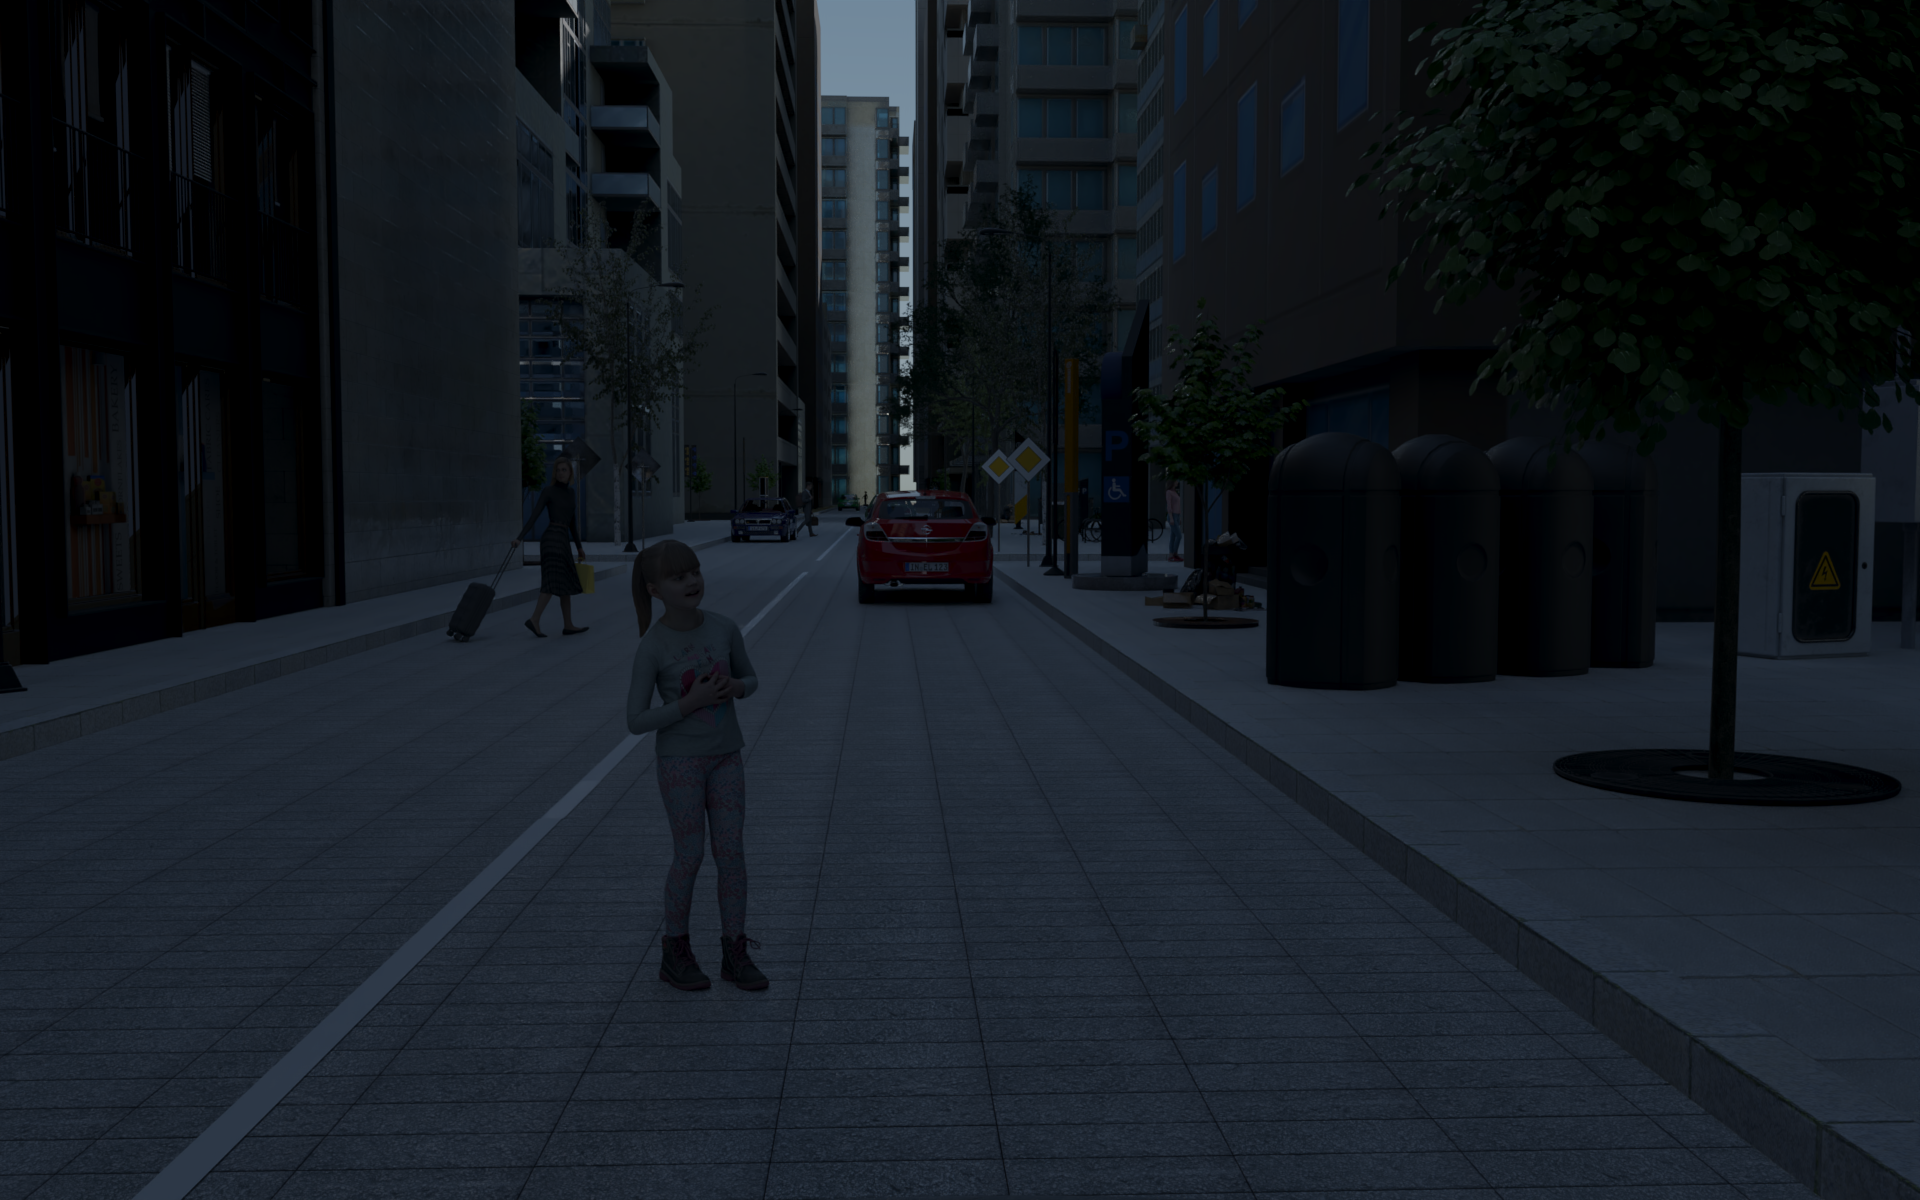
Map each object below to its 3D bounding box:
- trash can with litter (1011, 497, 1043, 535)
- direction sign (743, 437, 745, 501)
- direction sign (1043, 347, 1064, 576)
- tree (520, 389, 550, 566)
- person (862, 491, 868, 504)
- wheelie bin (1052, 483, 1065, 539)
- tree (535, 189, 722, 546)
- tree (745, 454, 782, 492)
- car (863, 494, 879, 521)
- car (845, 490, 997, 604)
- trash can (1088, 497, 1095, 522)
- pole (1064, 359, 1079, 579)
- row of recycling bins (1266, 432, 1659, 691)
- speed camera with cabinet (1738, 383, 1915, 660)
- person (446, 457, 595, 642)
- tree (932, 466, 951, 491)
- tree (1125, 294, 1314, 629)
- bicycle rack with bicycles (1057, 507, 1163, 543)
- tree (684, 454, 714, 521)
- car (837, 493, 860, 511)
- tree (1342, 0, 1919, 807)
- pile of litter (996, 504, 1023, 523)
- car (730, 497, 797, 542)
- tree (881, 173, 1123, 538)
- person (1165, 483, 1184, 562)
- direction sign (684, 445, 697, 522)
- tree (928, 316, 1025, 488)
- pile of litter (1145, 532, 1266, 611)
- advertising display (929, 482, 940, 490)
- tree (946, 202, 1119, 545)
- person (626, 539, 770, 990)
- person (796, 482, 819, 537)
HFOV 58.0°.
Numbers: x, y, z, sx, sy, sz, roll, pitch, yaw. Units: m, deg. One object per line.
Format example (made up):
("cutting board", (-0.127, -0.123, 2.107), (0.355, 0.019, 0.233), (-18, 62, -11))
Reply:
("trash can with litter", (2.490, -2.650, 54.390), (1.678, 1.210, 2.233), (-2, 4, -35))
("direction sign", (-8.652, -4.737, 69.452), (0.379, 3.537, 0.876), (0, 4, -4))
("direction sign", (1.501, -2.155, 27.225), (0.379, 3.537, 0.876), (0, 4, 7))
("tree", (-7.907, -2.253, 31.434), (1.663, 3.219, 1.824), (0, 3, 0))
("person", (-9.764, -10.297, 177.681), (0.721, 1.723, 1.217), (2, 4, 25))
("wheelie bin", (2.874, -2.545, 49.523), (0.980, 1.594, 0.693), (2, 4, 24))
("tree", (-8.267, -5.651, 42.756), (4.360, 8.622, 3.978), (0, 3, 0))
("tree", (-9.508, -5.398, 82.856), (1.663, 3.219, 1.824), (0, 3, 0))
("car", (-2.529, -3.165, 63.539), (2.131, 1.459, 4.920), (0, 4, -1))
("car", (-0.530, -0.925, 24.171), (2.155, 1.783, 4.494), (0, 4, -3))
("trash can", (5.669, -4.037, 77.659), (0.748, 1.137, 0.748), (0, 3, 0))
("pole", (1.687, -1.979, 26.201), (0.158, 3.312, 0.155), (0, 3, 0))
("row of recycling bins", (3.697, -0.319, 12.336), (3.534, 1.692, 1.069), (-2, 4, -32))
("speed camera with cabinet", (7.158, -1.193, 13.847), (2.038, 3.252, 0.660), (-1, 4, -20))
("person", (-4.362, -0.524, 17.278), (1.509, 1.804, 0.699), (-2, 4, -30))
("tree", (-1.034, -7.501, 117.238), (1.663, 3.219, 1.824), (0, 3, 0))
("tree", (2.352, -1.368, 16.968), (1.663, 3.219, 1.824), (0, 3, 0))
("bicycle rack with bicycles", (4.032, -2.013, 46.289), (2.925, 0.926, 2.852), (0, 4, 3))
("tree", (-12.653, -5.420, 83.213), (1.663, 3.219, 1.824), (0, 3, 0))
("car", (-9.471, -8.496, 147.707), (1.959, 1.807, 4.718), (0, 4, -1))
("tree", (3.366, -1.469, 7.726), (4.285, 4.588, 4.351), (0, 3, 0))
("pile of litter", (2.105, -3.795, 76.011), (1.719, 0.858, 1.176), (2, 4, 28))
("car", (-5.927, -2.444, 52.540), (1.945, 1.354, 3.894), (0, 4, -1))
("tree", (1.134, -7.086, 50.271), (7.601, 10.594, 8.767), (1, 4, 18))
("person", (4.508, -1.711, 36.482), (0.388, 1.821, 0.555), (1, 4, 14))
("direction sign", (-12.396, -5.363, 79.676), (0.379, 3.537, 0.876), (2, 4, 30))
("tree", (0.900, -7.239, 68.715), (4.737, 8.622, 4.395), (0, 3, 0))
("pile of litter", (2.804, -0.345, 19.612), (1.176, 0.858, 1.719), (-1, 4, -23))
("advertising display", (-1.338, -5.227, 90.673), (0.123, 1.923, 0.974), (-2, 4, -29))
("tree", (1.887, -5.664, 42.969), (4.360, 8.622, 3.978), (0, 3, 0))
("person", (-0.739, 0.473, 5.040), (0.394, 1.301, 0.425), (3, 4, 37))
("person", (-5.128, -3.014, 57.743), (0.822, 1.834, 0.622), (0, 4, -5))
